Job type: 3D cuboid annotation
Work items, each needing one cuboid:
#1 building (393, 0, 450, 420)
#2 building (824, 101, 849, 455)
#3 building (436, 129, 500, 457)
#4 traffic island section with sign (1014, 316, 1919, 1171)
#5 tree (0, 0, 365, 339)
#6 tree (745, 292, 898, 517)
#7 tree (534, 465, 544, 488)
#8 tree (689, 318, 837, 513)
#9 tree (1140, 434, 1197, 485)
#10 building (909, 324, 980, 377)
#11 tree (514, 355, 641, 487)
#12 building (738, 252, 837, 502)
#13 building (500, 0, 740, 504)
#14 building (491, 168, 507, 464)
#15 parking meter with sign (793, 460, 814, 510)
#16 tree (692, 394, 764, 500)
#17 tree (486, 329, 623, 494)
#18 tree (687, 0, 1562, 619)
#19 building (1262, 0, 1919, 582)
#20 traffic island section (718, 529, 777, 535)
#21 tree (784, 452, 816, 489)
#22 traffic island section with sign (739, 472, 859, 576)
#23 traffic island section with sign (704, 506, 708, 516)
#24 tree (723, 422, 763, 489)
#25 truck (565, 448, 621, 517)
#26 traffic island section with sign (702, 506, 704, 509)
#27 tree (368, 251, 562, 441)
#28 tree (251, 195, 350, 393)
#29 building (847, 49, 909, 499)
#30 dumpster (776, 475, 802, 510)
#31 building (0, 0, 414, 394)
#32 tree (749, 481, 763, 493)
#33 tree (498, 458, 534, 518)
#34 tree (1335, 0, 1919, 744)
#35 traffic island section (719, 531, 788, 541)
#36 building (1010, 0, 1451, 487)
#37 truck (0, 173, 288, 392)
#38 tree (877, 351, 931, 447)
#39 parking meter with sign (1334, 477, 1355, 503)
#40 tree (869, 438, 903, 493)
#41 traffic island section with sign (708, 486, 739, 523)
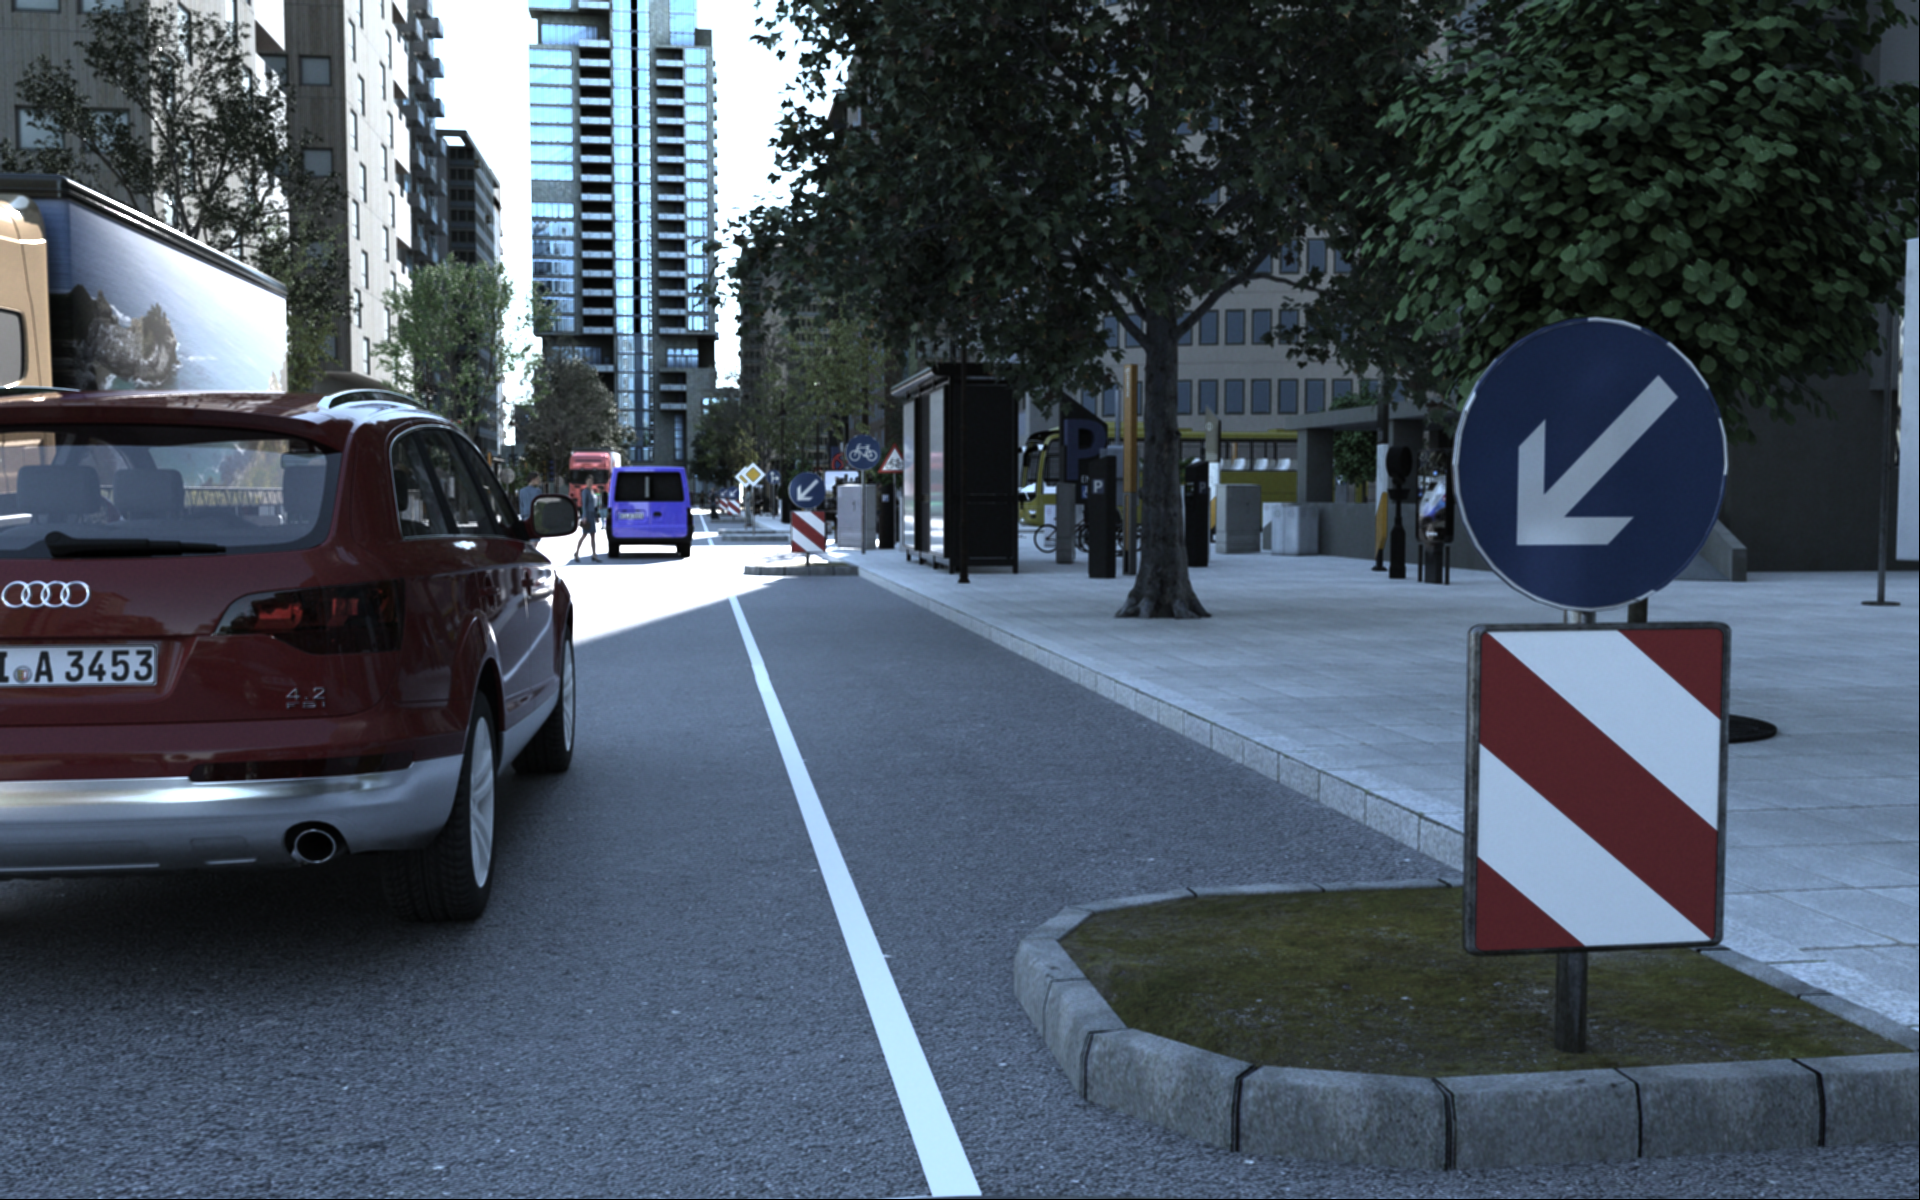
[{"bbox_3d":[-55.795,-32.197,146.026,23.786,49.044,30.456,-1,4,-9],"label":"building"},{"bbox_3d":[-3.345,-32.687,189.058,22.147,44.769,28.867,-1,4,-9],"label":"building"},{"bbox_3d":[-60.405,-29.752,178.330,23.993,40.220,32.217,-1,4,-9],"label":"building"},{"bbox_3d":[1.202,0.243,4.650,1.989,1.847,2.006,-1,4,-9],"label":"traffic island section with sign"},{"bbox_3d":[-14.995,-5.973,32.065,8.767,10.594,7.601,0,4,0],"label":"tree"},{"bbox_3d":[-3.378,-6.064,49.503,4.737,8.622,4.395,0,3,0],"label":"tree"},{"bbox_3d":[-24.407,-6.285,97.369,1.663,3.219,1.824,0,3,0],"label":"tree"},{"bbox_3d":[-13.584,-12.842,120.343,12.009,13.543,11.850,0,3,0],"label":"tree"},{"bbox_3d":[5.677,-3.199,46.907,1.663,3.219,1.824,0,3,0],"label":"tree"},{"bbox_3d":[2.861,-27.361,130.947,14.154,41.232,14.086,-1,4,-9],"label":"building"},{"bbox_3d":[-31.558,-13.718,141.290,9.611,12.733,9.660,0,3,0],"label":"tree"},{"bbox_3d":[-19.555,-33.979,247.438,23.993,40.220,32.217,-1,4,-9],"label":"building"},{"bbox_3d":[-46.316,-56.537,237.043,31.000,86.520,22.319,-1,4,-9],"label":"building"},{"bbox_3d":[-68.517,-35.506,230.641,14.200,45.320,14.600,-1,4,-9],"label":"building"},{"bbox_3d":[-7.395,-5.441,85.223,1.738,3.016,0.543,3,5,40],"label":"parking meter with sign"},{"bbox_3d":[-23.278,-15.310,176.078,9.928,11.665,9.643,0,3,0],"label":"tree"},{"bbox_3d":[-29.964,-13.339,128.457,12.009,13.543,11.850,0,3,0],"label":"tree"},{"bbox_3d":[2.010,-6.168,17.853,9.611,12.733,9.660,0,3,0],"label":"tree"},{"bbox_3d":[23.990,-20.959,34.554,32.217,40.220,23.993,-1,4,-9],"label":"building"},{"bbox_3d":[-7.632,-2.425,61.922,2.009,0.180,2.903,-1,4,-9],"label":"traffic island section"},{"bbox_3d":[-6.466,-4.773,72.645,1.663,3.219,1.824,0,3,0],"label":"tree"},{"bbox_3d":[-2.907,-1.386,31.292,1.989,1.847,2.006,-1,4,-9],"label":"traffic island section with sign"},{"bbox_3d":[-15.596,-6.413,113.479,1.989,1.847,2.006,-1,4,-9],"label":"traffic island section with sign"},{"bbox_3d":[-20.808,-13.280,167.497,4.360,8.622,3.978,0,3,0],"label":"tree"},{"bbox_3d":[-22.606,-7.241,107.307,2.839,4.237,11.283,0,4,-8],"label":"truck"},{"bbox_3d":[-23.171,-9.416,162.574,1.989,1.847,2.006,-1,4,-9],"label":"traffic island section with sign"},{"bbox_3d":[-20.956,-9.019,73.215,9.928,11.665,9.643,0,3,0],"label":"tree"},{"bbox_3d":[-16.871,-5.645,42.652,4.737,8.622,4.395,0,3,0],"label":"tree"},{"bbox_3d":[-3.273,-31.601,166.783,14.600,45.320,14.200,-1,4,-9],"label":"building"},{"bbox_3d":[-8.457,-5.175,87.111,1.502,2.255,1.985,-1,4,-9],"label":"dumpster"},{"bbox_3d":[-51.879,-32.098,114.044,28.713,52.752,27.495,-1,4,-9],"label":"building"},{"bbox_3d":[-17.320,-9.184,144.757,1.663,3.219,1.824,0,3,0],"label":"tree"},{"bbox_3d":[-24.101,-6.047,93.464,1.663,3.219,1.824,0,3,0],"label":"tree"},{"bbox_3d":[3.646,-1.575,9.471,4.285,4.588,4.351,0,3,0],"label":"tree"},{"bbox_3d":[-6.414,-1.942,54.030,2.009,0.180,2.903,-1,4,-9],"label":"traffic island section"},{"bbox_3d":[16.319,-33.139,83.825,28.212,58.520,21.231,-1,4,-9],"label":"building"},{"bbox_3d":[-9.335,-1.738,17.328,2.839,4.237,11.283,0,4,-8],"label":"truck"},{"bbox_3d":[-2.273,-8.292,85.942,4.360,8.622,3.978,0,3,0],"label":"tree"},{"bbox_3d":[11.370,-3.364,51.261,0.543,3.016,1.738,2,4,33],"label":"parking meter with sign"},{"bbox_3d":[-3.821,-7.168,100.915,4.285,4.588,4.351,0,3,0],"label":"tree"},{"bbox_3d":[-11.475,-4.784,86.839,1.989,1.847,2.006,-1,4,-9],"label":"traffic island section with sign"}]
